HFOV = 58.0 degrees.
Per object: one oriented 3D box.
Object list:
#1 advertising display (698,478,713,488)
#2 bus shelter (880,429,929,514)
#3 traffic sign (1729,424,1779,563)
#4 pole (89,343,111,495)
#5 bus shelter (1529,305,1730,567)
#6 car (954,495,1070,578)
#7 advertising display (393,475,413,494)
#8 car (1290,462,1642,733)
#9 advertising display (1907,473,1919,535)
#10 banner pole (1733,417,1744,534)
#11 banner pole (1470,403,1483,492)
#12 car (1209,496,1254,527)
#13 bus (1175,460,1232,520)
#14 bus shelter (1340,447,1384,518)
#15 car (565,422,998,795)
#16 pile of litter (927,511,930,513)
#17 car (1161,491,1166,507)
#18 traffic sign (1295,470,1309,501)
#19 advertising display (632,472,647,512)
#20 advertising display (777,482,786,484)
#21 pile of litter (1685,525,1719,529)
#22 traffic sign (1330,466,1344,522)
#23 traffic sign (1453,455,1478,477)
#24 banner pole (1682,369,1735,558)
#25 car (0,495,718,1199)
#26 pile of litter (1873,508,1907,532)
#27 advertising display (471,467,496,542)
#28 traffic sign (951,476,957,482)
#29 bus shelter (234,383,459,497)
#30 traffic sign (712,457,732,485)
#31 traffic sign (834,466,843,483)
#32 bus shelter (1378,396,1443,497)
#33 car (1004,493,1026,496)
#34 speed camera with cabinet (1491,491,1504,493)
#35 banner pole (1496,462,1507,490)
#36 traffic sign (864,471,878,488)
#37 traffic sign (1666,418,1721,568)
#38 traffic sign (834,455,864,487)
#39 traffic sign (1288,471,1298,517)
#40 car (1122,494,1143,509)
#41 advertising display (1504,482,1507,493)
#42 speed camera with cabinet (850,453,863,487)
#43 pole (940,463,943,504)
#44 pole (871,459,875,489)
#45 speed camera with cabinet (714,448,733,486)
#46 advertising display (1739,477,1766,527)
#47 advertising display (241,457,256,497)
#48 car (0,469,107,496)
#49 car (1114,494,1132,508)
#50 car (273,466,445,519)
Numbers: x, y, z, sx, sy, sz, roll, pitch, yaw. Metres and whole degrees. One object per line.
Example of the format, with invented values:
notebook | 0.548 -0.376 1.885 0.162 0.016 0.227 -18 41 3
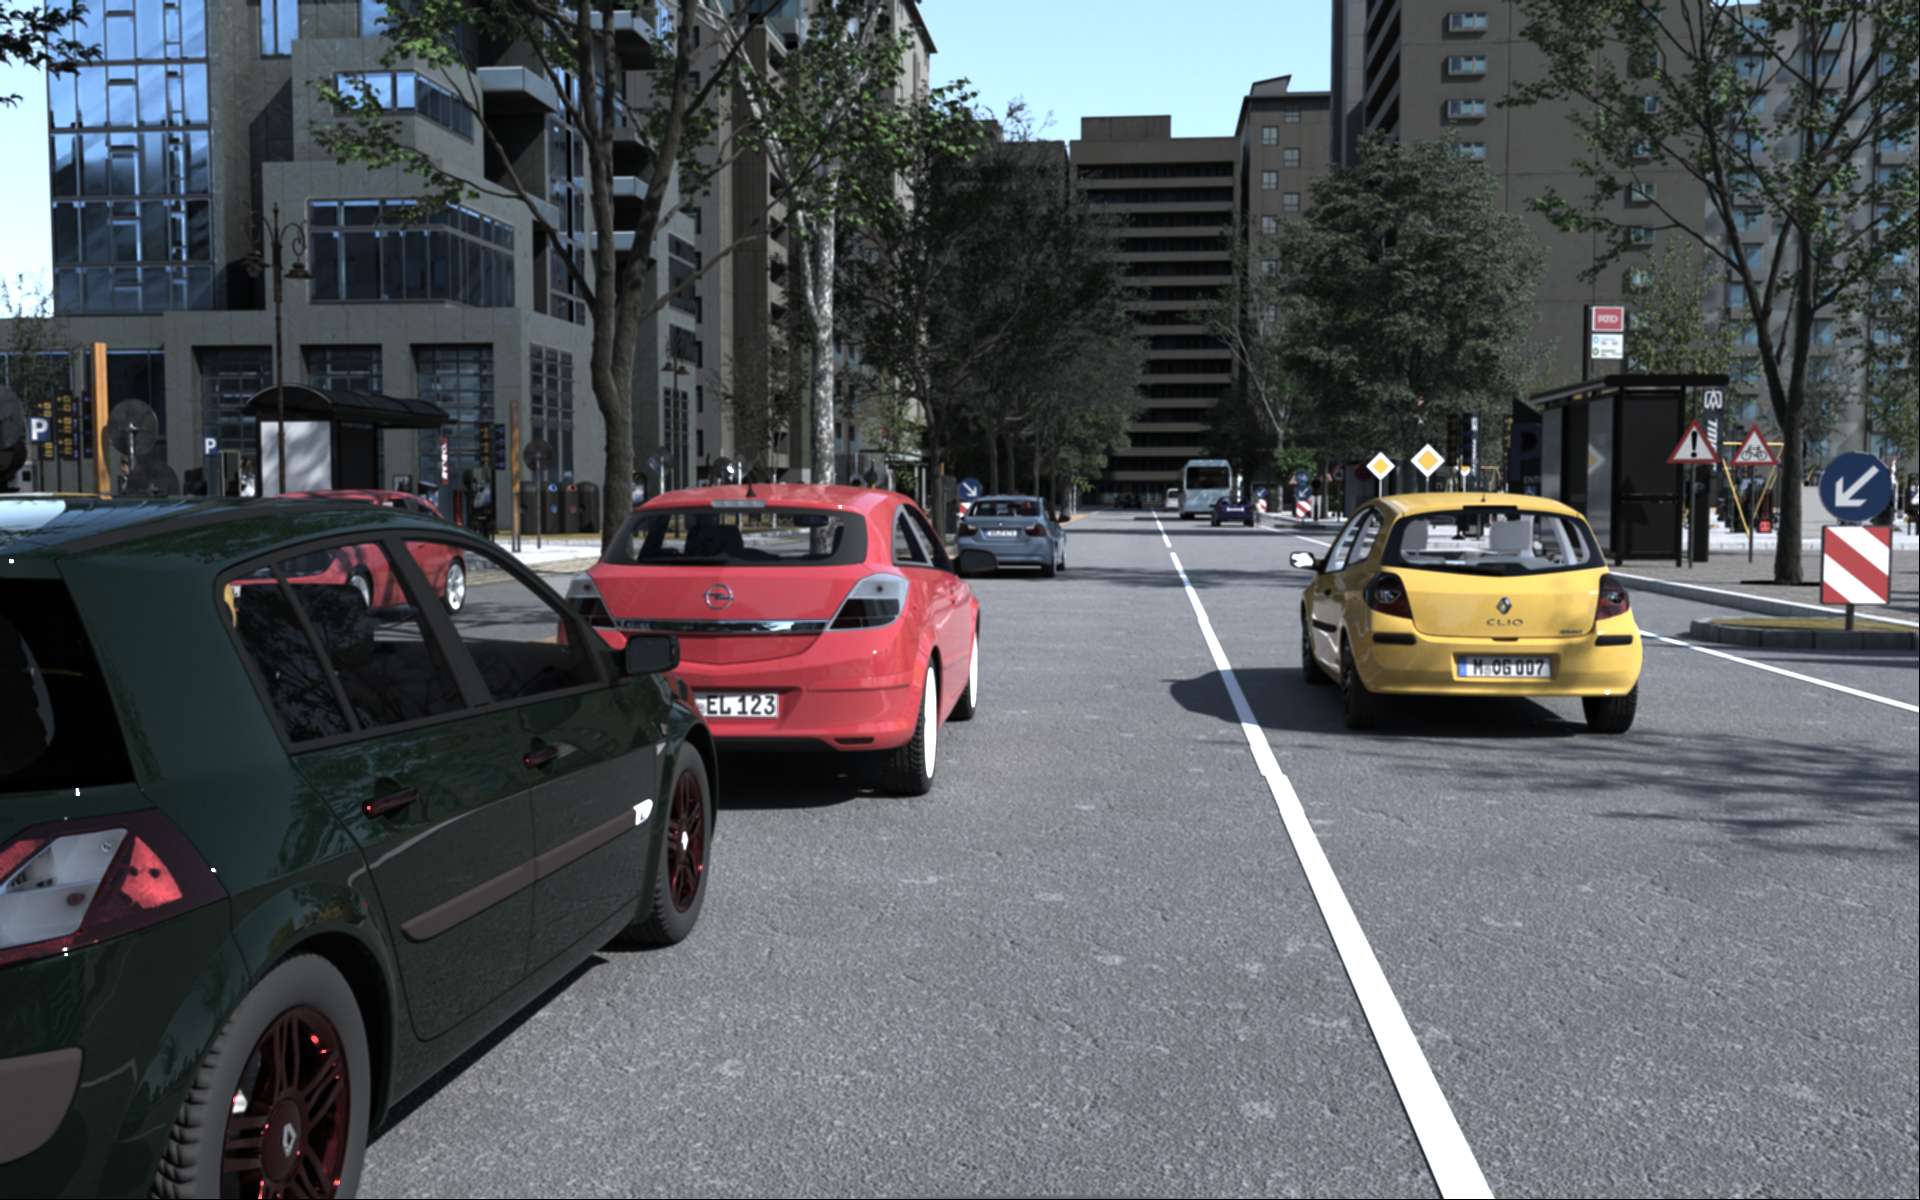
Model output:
advertising display | -10.357 -3.987 70.401 0.123 1.923 0.974 -3 5 -40
bus shelter | -3.548 -8.038 109.053 2.179 5.291 8.768 0 4 6
traffic sign | 14.737 -1.970 32.211 0.884 2.594 0.081 0 4 7
pole | -11.631 -1.811 23.460 0.158 3.312 0.155 0 3 0
bus shelter | 12.804 -3.481 34.539 2.179 5.291 8.768 0 4 6
car | 0.938 -1.167 31.076 2.014 1.417 4.499 0 4 7
advertising display | -18.756 -3.248 58.322 0.974 1.923 0.123 3 5 39
car | 3.335 -0.102 11.893 2.015 1.641 3.980 0 4 6
advertising display | 29.948 -2.975 53.860 0.974 1.923 0.123 0 4 -5
banner pole | 25.113 -4.037 56.020 0.401 3.779 0.863 0 4 -2
banner pole | 14.141 -3.513 47.453 0.401 3.779 0.863 3 5 39
car | 12.090 -3.935 76.916 1.945 1.354 3.894 0 4 5
bus | 13.969 -6.407 99.607 2.948 3.499 13.247 0 4 6
bus shelter | 17.930 -5.027 76.119 2.014 3.302 5.546 0 4 6
car | -0.890 -0.046 9.796 2.155 1.783 4.494 0 4 5
pile of litter | -1.663 -6.278 116.607 1.176 0.858 1.719 1 4 17
car | 23.656 -11.337 194.026 2.281 1.827 5.304 0 4 7
traffic sign | 18.156 -5.623 92.049 0.768 2.556 0.104 0 4 7
advertising display | -9.799 -2.846 51.753 0.974 1.923 0.123 1 4 20
advertising display | -9.269 -5.197 90.182 0.123 1.923 0.974 1 4 16
pile of litter | 27.310 -3.045 63.753 1.176 0.858 1.719 2 4 27
traffic sign | 17.380 -4.853 79.458 0.768 2.556 0.104 1 4 15
traffic sign | 15.715 -3.314 53.921 0.795 2.593 0.064 1 4 13
banner pole | 14.932 -2.735 34.740 0.863 3.779 0.401 0 4 -7
car | -1.835 0.329 4.409 2.009 1.686 4.222 0 4 6
pile of litter | 31.894 -2.808 59.869 1.176 0.858 1.719 0 4 -4
advertising display | -11.421 -2.222 41.536 0.123 1.923 0.974 -3 5 -44
traffic sign | -0.603 -7.275 119.055 0.768 2.556 0.104 1 4 10
bus shelter | -12.004 -2.479 34.453 2.014 3.302 5.546 0 4 6
traffic sign | -8.148 -3.631 59.470 0.768 2.556 0.104 1 4 12
traffic sign | -5.679 -4.782 78.292 0.768 2.556 0.104 1 4 15
bus shelter | 17.816 -5.562 68.579 2.179 5.291 8.768 0 4 6
car | 3.259 -5.865 104.939 2.155 1.783 4.494 0 4 7
speed camera with cabinet | 34.761 -7.068 109.899 2.038 3.252 0.660 0 4 5
banner pole | 37.365 -7.911 119.364 0.863 3.779 0.401 1 4 23
traffic sign | -4.823 -5.725 93.703 0.768 2.556 0.104 1 4 12
traffic sign | 12.610 -1.823 29.815 0.884 2.594 0.081 1 4 12
traffic sign | -6.082 -5.866 89.779 2.265 3.308 0.079 0 4 7
traffic sign | 18.618 -5.876 96.079 0.884 2.594 0.081 1 4 9
car | 16.684 -9.655 167.638 2.009 1.686 4.222 0 4 4
advertising display | 30.074 -5.505 95.224 0.123 1.923 0.974 2 4 29
speed camera with cabinet | -5.703 -5.463 83.656 2.038 3.252 0.660 0 4 -4
pole | -1.180 -7.264 112.601 0.158 3.312 0.155 0 3 0
pole | -5.073 -6.547 100.892 0.158 3.312 0.155 0 3 0
speed camera with cabinet | -10.818 -4.902 74.488 2.038 3.252 0.660 -2 4 -29
advertising display | 30.657 -3.782 67.049 0.974 1.923 0.123 3 5 40
advertising display | -12.443 -1.515 29.977 0.123 1.923 0.974 0 4 2
car | -6.718 -0.112 12.057 2.015 1.641 3.980 0 4 5
car | 17.421 -10.566 184.547 2.131 1.459 4.920 0 4 6
car | -6.950 -0.616 19.105 2.155 1.783 4.494 0 4 4
